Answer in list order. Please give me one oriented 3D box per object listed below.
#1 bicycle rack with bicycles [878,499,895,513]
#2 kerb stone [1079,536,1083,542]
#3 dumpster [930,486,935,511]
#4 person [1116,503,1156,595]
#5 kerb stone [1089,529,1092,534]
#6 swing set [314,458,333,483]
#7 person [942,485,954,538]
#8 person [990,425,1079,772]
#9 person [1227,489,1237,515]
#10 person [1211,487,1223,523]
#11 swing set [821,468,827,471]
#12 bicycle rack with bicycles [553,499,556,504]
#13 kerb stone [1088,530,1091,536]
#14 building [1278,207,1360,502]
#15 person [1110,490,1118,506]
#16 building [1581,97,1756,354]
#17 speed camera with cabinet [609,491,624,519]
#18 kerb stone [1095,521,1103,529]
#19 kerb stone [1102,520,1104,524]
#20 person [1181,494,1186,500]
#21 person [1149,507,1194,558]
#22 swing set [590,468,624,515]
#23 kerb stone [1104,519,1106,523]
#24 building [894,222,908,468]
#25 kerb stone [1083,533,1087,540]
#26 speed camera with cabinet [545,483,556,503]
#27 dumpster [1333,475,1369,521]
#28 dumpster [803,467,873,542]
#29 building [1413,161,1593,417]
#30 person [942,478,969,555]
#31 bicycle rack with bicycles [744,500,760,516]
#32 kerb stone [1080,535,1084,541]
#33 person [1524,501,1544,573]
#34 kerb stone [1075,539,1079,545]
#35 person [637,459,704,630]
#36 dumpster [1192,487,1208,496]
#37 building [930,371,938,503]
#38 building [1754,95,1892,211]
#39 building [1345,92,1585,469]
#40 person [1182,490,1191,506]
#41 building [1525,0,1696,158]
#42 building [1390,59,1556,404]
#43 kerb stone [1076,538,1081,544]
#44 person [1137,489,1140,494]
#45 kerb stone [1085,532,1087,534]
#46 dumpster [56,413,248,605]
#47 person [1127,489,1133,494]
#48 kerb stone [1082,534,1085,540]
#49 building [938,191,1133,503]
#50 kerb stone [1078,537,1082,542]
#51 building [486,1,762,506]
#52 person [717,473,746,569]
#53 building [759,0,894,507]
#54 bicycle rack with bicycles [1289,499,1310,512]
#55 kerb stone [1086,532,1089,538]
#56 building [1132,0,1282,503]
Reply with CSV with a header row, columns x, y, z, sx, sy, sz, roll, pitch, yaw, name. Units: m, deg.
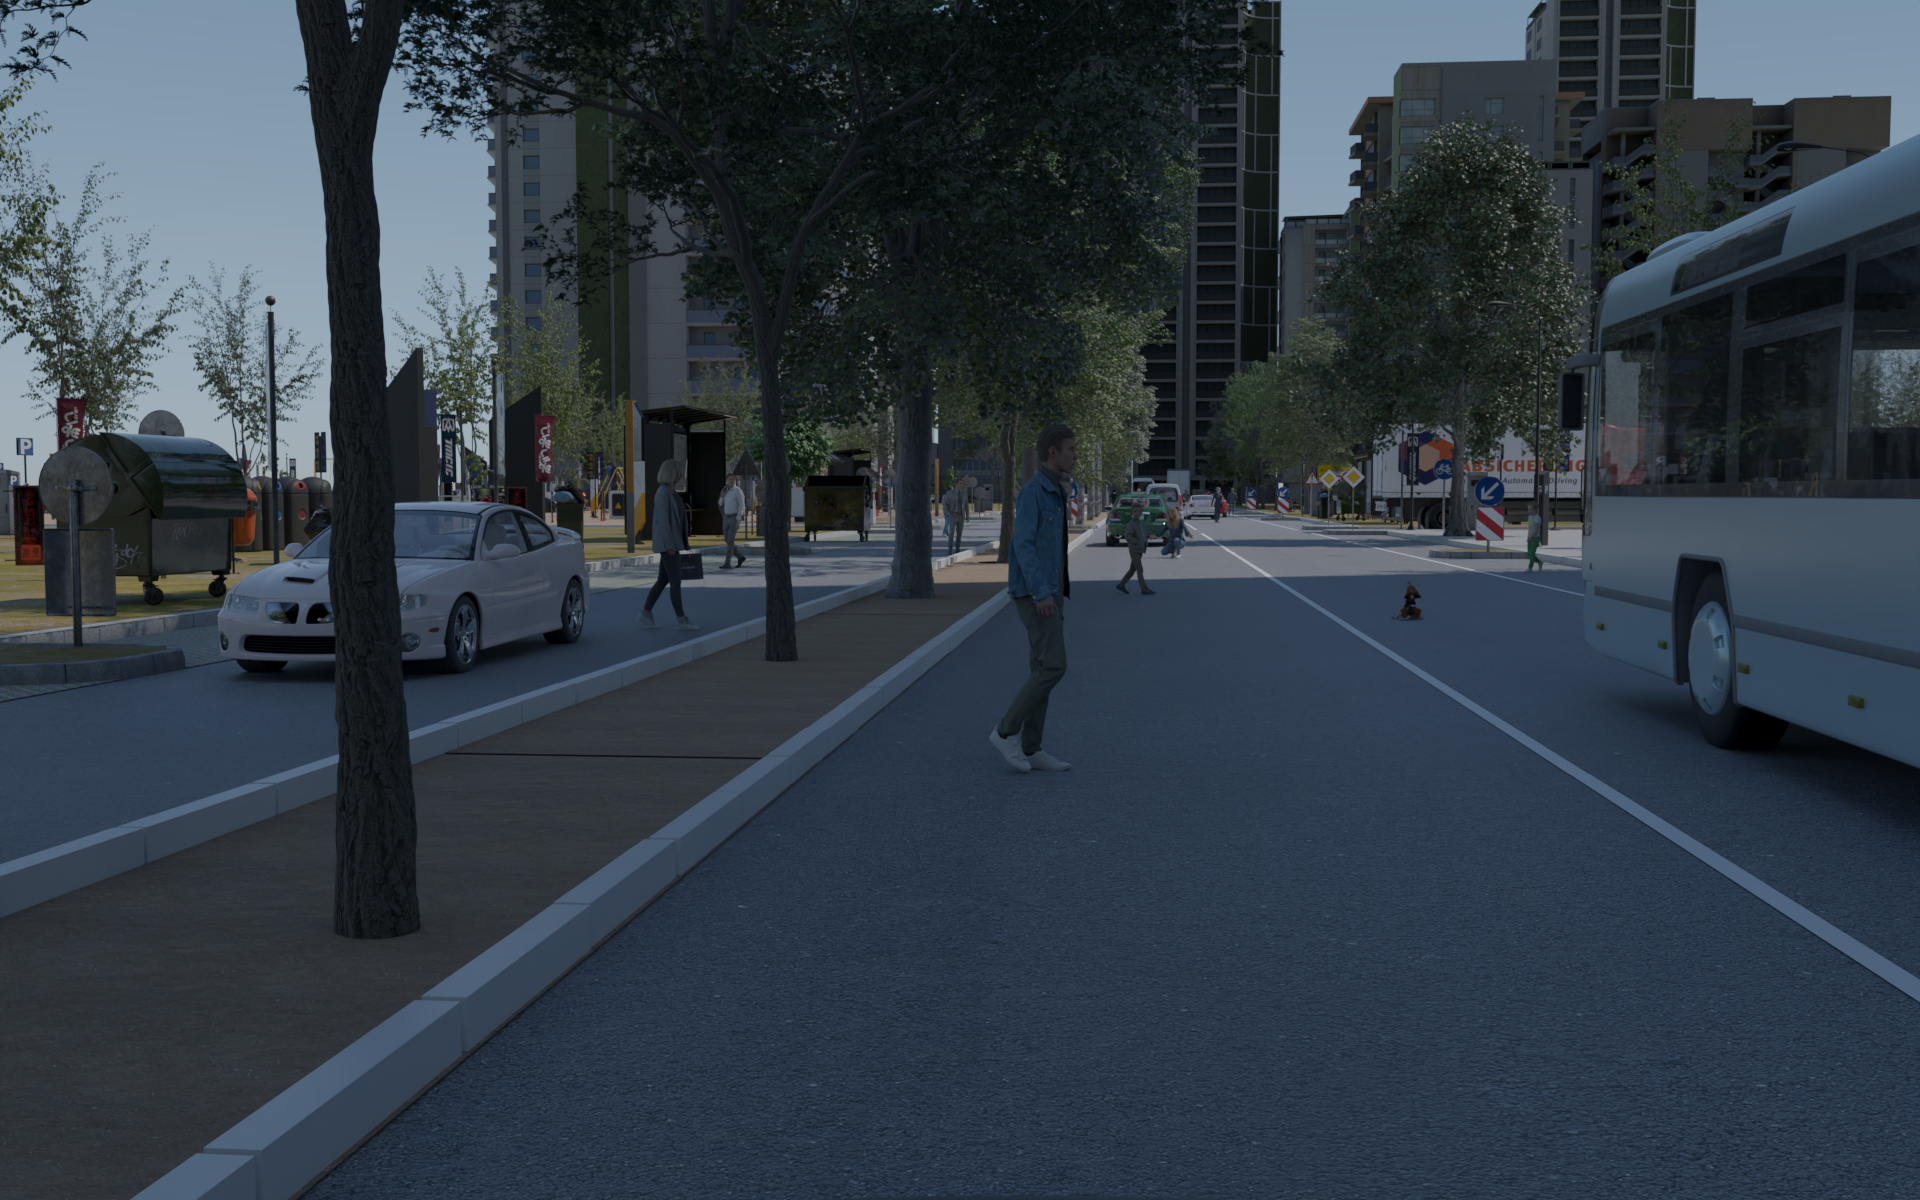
x,y,z,sx,sy,sz,roll,pitch,yaw,name
-5.514,-6.247,115.524,2.852,0.926,2.925,3,4,37,bicycle rack with bicycles
3.388,-1.685,49.740,0.120,0.150,1.000,0,4,6,kerb stone
-2.224,-5.643,94.751,1.502,2.255,1.985,0,4,6,dumpster
2.520,-0.730,24.703,0.640,1.303,0.475,2,4,25,person
4.342,-2.246,58.910,0.120,0.150,1.000,0,4,6,kerb stone
-26.706,-4.803,76.152,3.119,2.851,2.862,-1,4,-17,swing set
-0.410,-2.912,56.952,0.643,1.720,0.563,-2,4,-33,person
0.388,-0.004,8.914,0.444,1.785,0.601,1,4,22,person
18.190,-6.556,115.863,0.661,1.801,0.590,0,4,0,person
12.807,-4.739,86.399,0.534,1.772,0.576,3,5,42,person
-8.405,-6.606,105.620,2.862,2.851,3.119,0,4,3,swing set
-30.079,-7.055,128.724,2.925,0.926,2.852,1,4,20,bicycle rack with bicycles
4.130,-2.121,56.877,0.120,0.150,1.000,0,4,6,kerb stone
52.728,-34.413,246.238,14.086,41.232,14.154,0,4,6,building
14.780,-9.693,166.607,1.348,1.869,0.705,-2,4,-34,person
77.961,-33.220,193.253,14.200,45.320,14.600,0,4,6,building
-17.337,-5.890,90.642,2.038,3.252,0.660,-1,4,-13,speed camera with cabinet
6.094,-3.281,75.837,0.120,0.150,1.000,0,4,6,kerb stone
6.300,-3.405,77.874,0.120,0.150,1.000,0,4,6,kerb stone
19.052,-8.406,149.158,0.991,1.433,0.599,0,4,-5,person
4.834,-1.514,38.745,1.012,1.151,0.738,3,4,36,person
-20.102,-6.471,103.429,2.862,2.851,3.119,0,4,2,swing set
6.624,-3.590,80.926,0.120,0.150,1.000,0,4,6,kerb stone
-15.053,-46.531,199.038,20.611,71.187,20.563,0,4,6,building
3.710,-1.872,52.802,0.120,0.150,1.000,0,4,6,kerb stone
-32.694,-8.736,137.170,2.038,3.252,0.660,2,4,32,speed camera with cabinet
18.741,-4.929,83.085,1.502,2.255,1.985,0,4,6,dumpster
-3.666,-2.872,51.912,1.985,2.255,1.502,0,4,7,dumpster
46.995,-23.350,153.466,14.160,30.474,14.107,0,4,6,building
-0.082,-1.992,41.173,0.635,1.810,0.391,-2,4,-31,person
-12.836,-5.304,100.101,2.925,0.926,2.852,-1,4,-15,bicycle rack with bicycles
3.494,-1.742,50.765,0.120,0.150,1.000,0,4,6,kerb stone
10.526,-1.160,31.718,0.590,1.304,0.306,-2,4,-35,person
3.074,-1.498,46.681,0.120,0.150,1.000,0,4,6,kerb stone
-3.074,-0.593,18.372,0.728,1.800,0.709,0,4,8,person
29.566,-12.746,213.342,1.985,2.255,1.502,0,4,6,dumpster
-16.080,-41.036,260.173,27.495,52.752,28.713,0,4,6,building
92.133,-33.159,192.256,14.200,45.320,14.600,0,4,6,building
53.957,-32.639,188.279,22.147,44.769,28.867,0,4,6,building
21.227,-9.433,162.732,1.348,1.823,0.705,1,4,11,person
91.893,-49.310,244.473,20.611,71.187,20.563,0,4,6,building
48.515,-29.591,167.399,14.154,41.232,14.086,0,4,6,building
3.177,-1.558,47.701,0.120,0.150,1.000,0,4,6,kerb stone
10.436,-5.545,99.838,0.731,1.740,0.598,0,4,-6,person
3.806,-1.934,53.819,0.120,0.150,1.000,0,4,6,kerb stone
-9.699,-1.113,20.688,1.502,2.255,1.985,0,4,6,dumpster
12.903,-7.452,130.439,0.767,1.812,0.694,-3,4,-38,person
3.599,-1.810,51.786,0.120,0.150,1.000,0,4,6,kerb stone
11.184,-43.479,252.881,28.212,58.520,21.231,0,4,6,building
3.283,-1.618,48.721,0.120,0.150,1.000,0,4,6,kerb stone
-39.476,-40.410,202.700,28.212,58.520,21.231,0,4,6,building
-4.407,-1.511,33.310,0.679,1.850,0.850,2,4,34,person
-18.617,-37.911,161.844,21.231,58.520,28.212,0,4,6,building
27.459,-7.711,139.456,2.925,0.926,2.852,0,4,-4,bicycle rack with bicycles
3.922,-1.995,54.835,0.120,0.150,1.000,0,4,6,kerb stone
35.433,-49.629,249.680,20.611,71.187,20.563,0,4,6,building
